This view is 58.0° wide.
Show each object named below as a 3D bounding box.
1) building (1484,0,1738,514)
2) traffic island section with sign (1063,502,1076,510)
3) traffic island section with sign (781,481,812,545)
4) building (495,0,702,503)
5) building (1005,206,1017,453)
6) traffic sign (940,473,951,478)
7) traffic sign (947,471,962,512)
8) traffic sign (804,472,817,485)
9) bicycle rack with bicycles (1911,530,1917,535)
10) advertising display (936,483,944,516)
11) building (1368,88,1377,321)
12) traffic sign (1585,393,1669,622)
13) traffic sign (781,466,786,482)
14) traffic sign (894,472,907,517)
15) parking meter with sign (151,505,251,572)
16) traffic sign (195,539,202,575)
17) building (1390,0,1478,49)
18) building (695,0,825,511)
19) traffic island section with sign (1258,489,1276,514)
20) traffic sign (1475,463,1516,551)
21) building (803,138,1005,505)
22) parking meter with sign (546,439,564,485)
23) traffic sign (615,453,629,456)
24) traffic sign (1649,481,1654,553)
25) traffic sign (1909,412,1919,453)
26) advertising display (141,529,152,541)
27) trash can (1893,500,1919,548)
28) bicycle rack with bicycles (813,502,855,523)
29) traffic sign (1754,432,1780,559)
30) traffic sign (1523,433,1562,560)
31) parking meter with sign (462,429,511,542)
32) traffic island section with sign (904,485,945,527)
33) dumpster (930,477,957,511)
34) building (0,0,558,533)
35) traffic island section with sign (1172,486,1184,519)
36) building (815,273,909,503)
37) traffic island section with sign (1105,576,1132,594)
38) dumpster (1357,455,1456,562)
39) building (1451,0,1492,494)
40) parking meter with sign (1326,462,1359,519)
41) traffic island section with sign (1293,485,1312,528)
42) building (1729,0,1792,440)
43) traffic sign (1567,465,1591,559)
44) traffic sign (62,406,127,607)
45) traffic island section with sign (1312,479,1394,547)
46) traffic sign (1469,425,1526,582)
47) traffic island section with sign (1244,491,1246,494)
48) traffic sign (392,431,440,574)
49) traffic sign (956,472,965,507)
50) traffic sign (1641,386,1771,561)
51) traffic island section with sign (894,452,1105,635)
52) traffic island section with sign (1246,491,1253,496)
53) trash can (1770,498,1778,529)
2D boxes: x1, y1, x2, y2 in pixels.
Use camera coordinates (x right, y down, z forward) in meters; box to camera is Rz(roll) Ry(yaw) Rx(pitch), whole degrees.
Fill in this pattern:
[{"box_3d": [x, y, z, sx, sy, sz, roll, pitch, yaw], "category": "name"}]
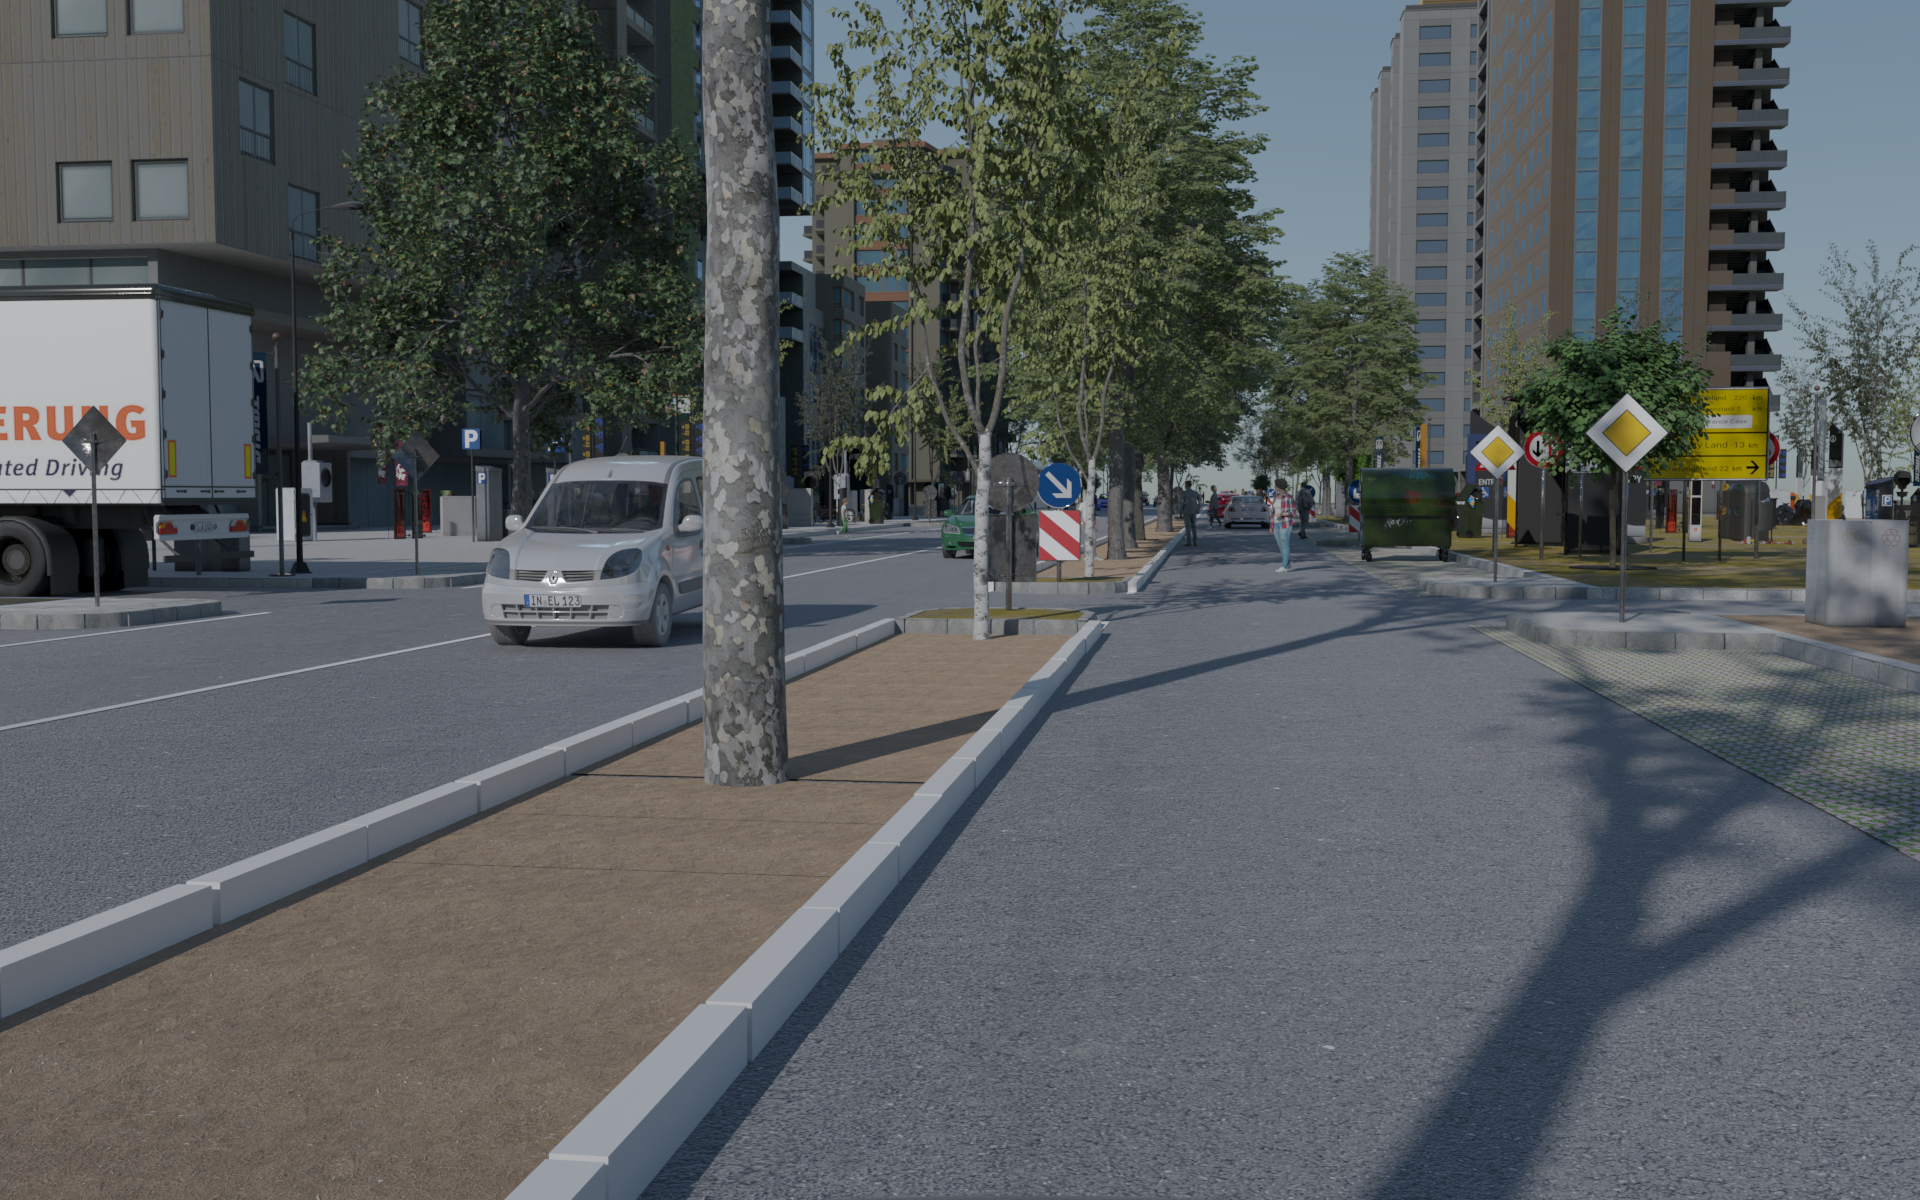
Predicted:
[{"box_3d": [47.447, -29.266, 128.617, 14.600, 45.320, 14.200, 1, 4, 8], "category": "building"}, {"box_3d": [9.957, -8.844, 153.232, 1.989, 1.847, 2.006, 1, 4, 8], "category": "traffic island section with sign"}, {"box_3d": [-5.365, -2.537, 50.113, 1.989, 1.847, 2.006, 1, 4, 8], "category": "traffic island section with sign"}, {"box_3d": [-22.693, -25.004, 92.403, 14.154, 41.232, 14.086, 1, 4, 8], "category": "building"}, {"box_3d": [-3.663, -36.083, 244.576, 22.147, 44.769, 28.867, 1, 4, 8], "category": "building"}, {"box_3d": [-0.856, -6.228, 101.936, 0.768, 2.556, 0.104, 1, 4, 12], "category": "traffic sign"}, {"box_3d": [-0.315, -6.053, 98.968, 0.884, 2.594, 0.081, 1, 4, 11], "category": "traffic sign"}, {"box_3d": [-6.807, -4.700, 78.979, 0.606, 2.300, 0.079, 1, 4, 9], "category": "traffic sign"}, {"box_3d": [30.990, -2.435, 53.193, 2.852, 0.926, 2.925, 0, 4, -7], "category": "bicycle rack with bicycles"}, {"box_3d": [-1.106, -5.670, 97.911, 0.123, 1.923, 0.974, 1, 4, 20], "category": "advertising display"}, {"box_3d": [67.061, -42.604, 238.573, 21.231, 58.520, 28.212, 1, 4, 8], "category": "building"}, {"box_3d": [6.616, -0.833, 17.256, 0.795, 2.450, 0.064, 1, 4, 8], "category": "traffic sign"}, {"box_3d": [-8.167, -4.747, 77.715, 0.768, 2.556, 0.104, 1, 4, 10], "category": "traffic sign"}, {"box_3d": [-3.402, -6.012, 98.408, 0.768, 2.556, 0.104, 1, 4, 13], "category": "traffic sign"}, {"box_3d": [-12.690, -1.990, 28.792, 1.738, 3.016, 0.543, 1, 4, 10], "category": "parking meter with sign"}, {"box_3d": [-12.039, -1.664, 27.318, 0.768, 2.556, 0.104, 1, 4, 10], "category": "traffic sign"}, {"box_3d": [62.826, -40.886, 210.492, 21.231, 58.520, 28.212, 1, 4, 8], "category": "building"}, {"box_3d": [-21.963, -49.378, 120.001, 22.319, 86.520, 31.000, 1, 4, 8], "category": "building"}, {"box_3d": [22.166, -7.053, 123.948, 1.989, 1.847, 2.006, 1, 4, 8], "category": "traffic island section with sign"}, {"box_3d": [11.984, -2.374, 38.825, 0.884, 2.594, 0.081, 1, 4, 15], "category": "traffic sign"}, {"box_3d": [-7.447, -34.335, 216.008, 22.147, 44.769, 28.867, 1, 4, 8], "category": "building"}, {"box_3d": [-11.815, -3.318, 50.505, 0.543, 3.016, 1.738, -1, 4, -14], "category": "parking meter with sign"}, {"box_3d": [-10.432, -3.265, 53.484, 0.768, 2.556, 0.104, 1, 4, 17], "category": "traffic sign"}, {"box_3d": [15.017, -2.299, 37.588, 0.884, 2.594, 0.081, 1, 4, 18], "category": "traffic sign"}, {"box_3d": [14.014, -1.515, 24.882, 0.768, 2.556, 0.104, 1, 4, 14], "category": "traffic sign"}, {"box_3d": [-22.270, -2.585, 47.484, 0.974, 1.923, 0.123, -1, 4, -13], "category": "advertising display"}, {"box_3d": [22.700, -1.825, 41.496, 0.748, 1.137, 0.748, 0, 3, 0], "category": "trash can"}, {"box_3d": [-5.880, -3.870, 76.661, 2.925, 0.926, 2.852, -1, 4, -14], "category": "bicycle rack with bicycles"}, {"box_3d": [15.805, -2.092, 34.313, 0.768, 2.556, 0.104, 1, 4, 12], "category": "traffic sign"}, {"box_3d": [11.363, -2.059, 33.769, 0.768, 2.556, 0.104, 1, 4, 10], "category": "traffic sign"}, {"box_3d": [-12.748, -3.102, 46.984, 0.543, 3.016, 1.738, 1, 4, 18], "category": "parking meter with sign"}, {"box_3d": [-1.364, -4.182, 76.998, 1.989, 1.847, 2.006, 1, 4, 8], "category": "traffic island section with sign"}, {"box_3d": [-1.074, -5.995, 100.519, 1.502, 2.255, 1.985, 1, 4, 8], "category": "dumpster"}, {"box_3d": [-33.228, -29.072, 64.560, 28.713, 52.752, 27.495, 1, 4, 8], "category": "building"}, {"box_3d": [12.574, -5.627, 100.141, 2.006, 1.907, 1.989, 1, 4, 8], "category": "traffic island section with sign"}, {"box_3d": [-20.667, -18.795, 152.330, 27.650, 21.520, 28.899, 1, 4, 8], "category": "building"}, {"box_3d": [1.541, -1.081, 25.814, 2.006, 1.907, 1.989, 1, 4, 8], "category": "traffic island section with sign"}, {"box_3d": [9.426, -1.939, 36.656, 1.985, 2.255, 1.502, 1, 4, 9], "category": "dumpster"}, {"box_3d": [52.916, -43.220, 144.899, 20.563, 71.187, 20.611, 1, 4, 8], "category": "building"}, {"box_3d": [20.113, -5.791, 90.940, 1.738, 3.016, 0.543, 0, 4, 7], "category": "parking meter with sign"}, {"box_3d": [14.825, -4.034, 74.592, 1.989, 1.847, 2.006, 1, 4, 8], "category": "traffic island section with sign"}, {"box_3d": [44.994, -28.412, 114.652, 14.600, 45.320, 14.200, 1, 4, 8], "category": "building"}, {"box_3d": [12.182, -1.947, 33.970, 0.606, 2.300, 0.079, 1, 4, 13], "category": "traffic sign"}, {"box_3d": [-9.845, -0.983, 19.713, 0.795, 2.450, 0.064, 1, 4, 8], "category": "traffic sign"}, {"box_3d": [10.821, -2.381, 47.565, 1.989, 1.847, 2.006, 1, 4, 8], "category": "traffic island section with sign"}, {"box_3d": [7.790, -1.316, 25.154, 0.795, 2.450, 0.064, 1, 4, 8], "category": "traffic sign"}, {"box_3d": [34.224, -12.022, 205.189, 1.989, 1.847, 2.006, 1, 4, 8], "category": "traffic island section with sign"}, {"box_3d": [-8.671, -1.466, 27.612, 0.795, 2.450, 0.064, 1, 4, 8], "category": "traffic sign"}, {"box_3d": [-0.064, -6.201, 101.498, 0.768, 2.556, 0.104, 1, 4, 14], "category": "traffic sign"}, {"box_3d": [14.203, -2.397, 33.068, 2.265, 3.308, 0.079, 1, 4, 13], "category": "traffic sign"}, {"box_3d": [0.443, -0.633, 18.489, 2.006, 1.907, 1.989, 1, 4, 8], "category": "traffic island section with sign"}, {"box_3d": [26.173, -8.702, 150.912, 1.989, 1.847, 2.006, 1, 4, 8], "category": "traffic island section with sign"}, {"box_3d": [29.802, -3.198, 63.938, 0.748, 1.137, 0.748, 0, 3, 0], "category": "trash can"}]
